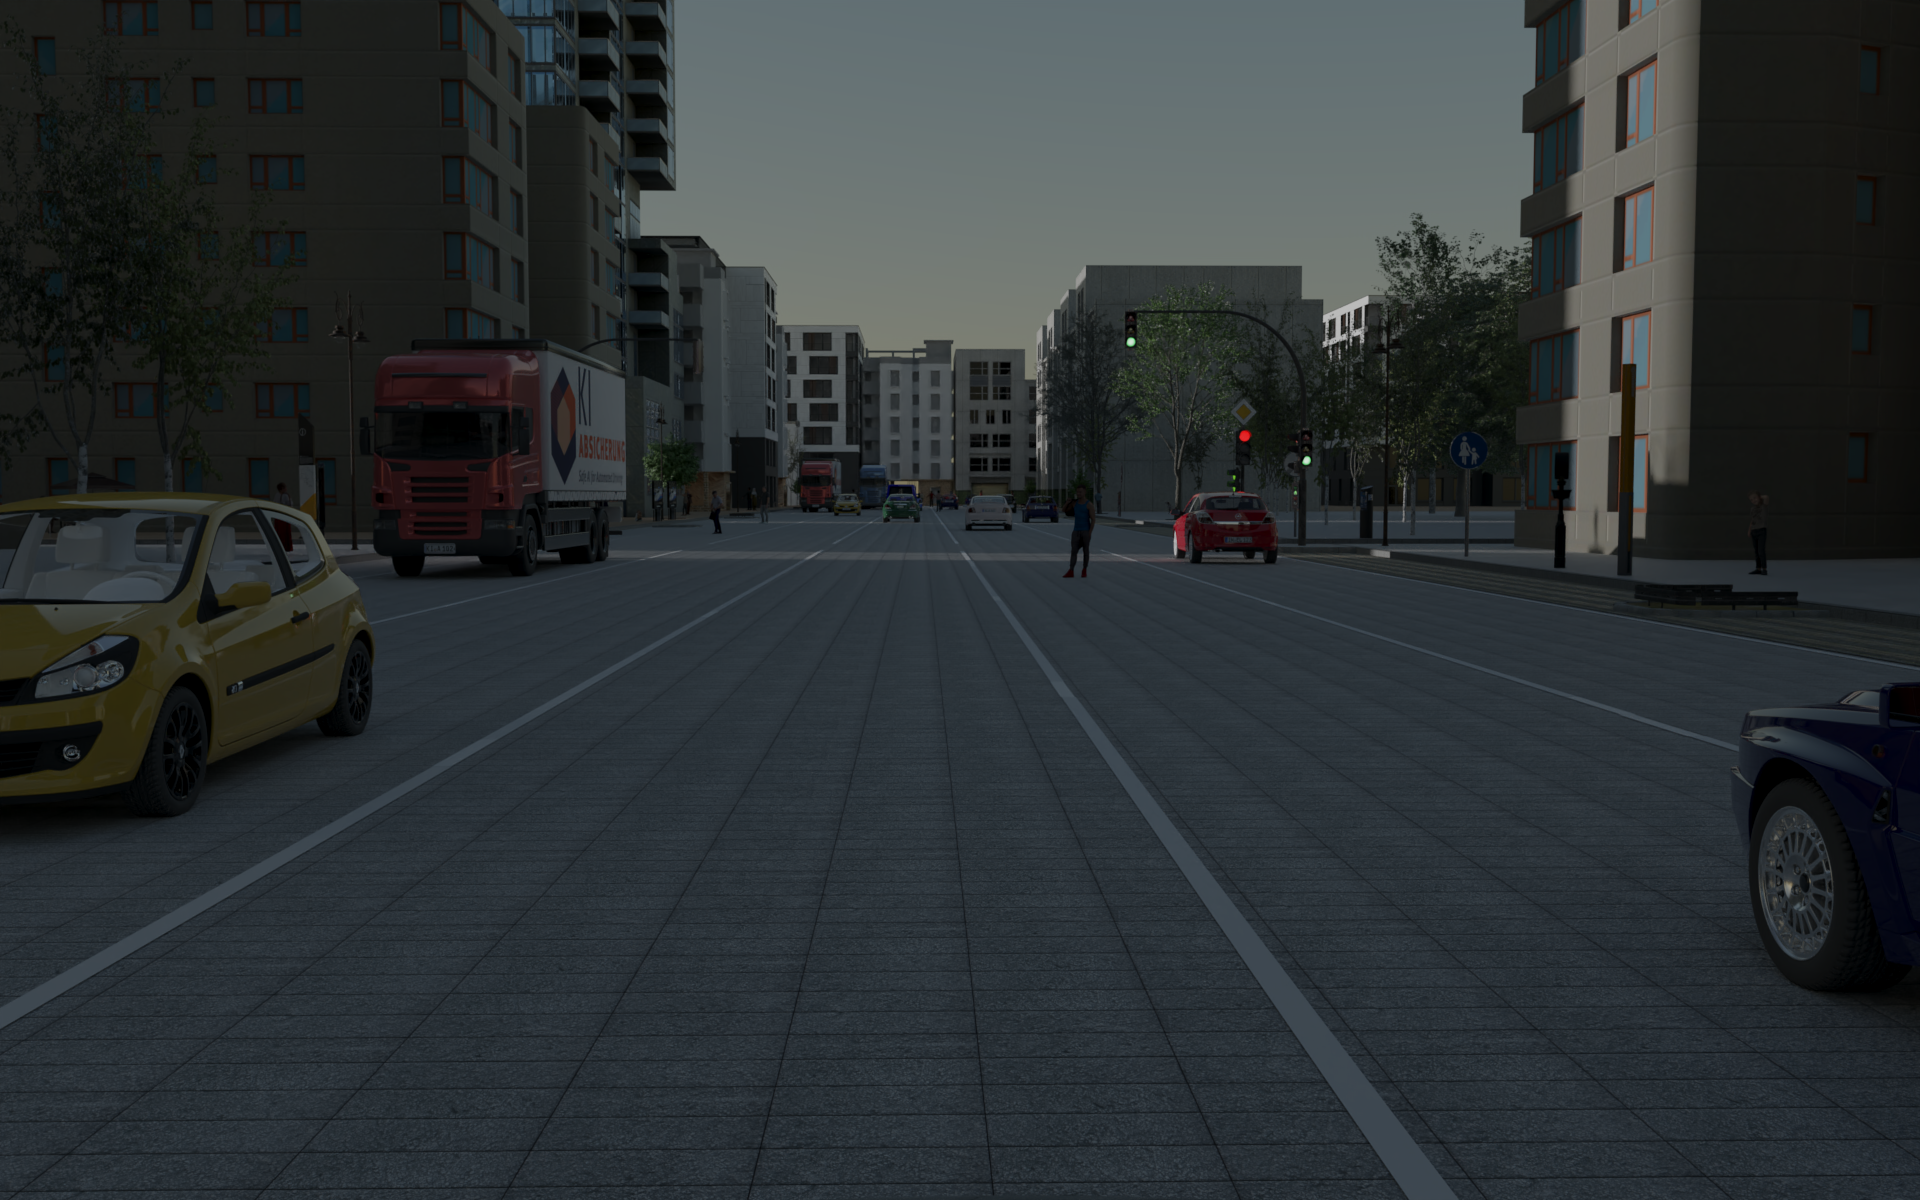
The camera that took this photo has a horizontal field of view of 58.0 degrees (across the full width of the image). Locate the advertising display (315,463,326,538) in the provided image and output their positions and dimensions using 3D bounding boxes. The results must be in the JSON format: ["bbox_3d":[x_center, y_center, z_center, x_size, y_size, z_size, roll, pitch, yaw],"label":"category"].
[{"bbox_3d":[-13.301,-1.885,36.032,0.123,1.923,0.974,-2,4,-23],"label":"advertising display"}]

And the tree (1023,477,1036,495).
[{"bbox_3d":[7.838,-12.059,191.765,1.663,3.219,1.824,0,3,0],"label":"tree"}]

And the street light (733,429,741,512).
[{"bbox_3d":[-15.702,-9.146,122.322,0.468,5.910,1.993,0,4,-1],"label":"street light"}]

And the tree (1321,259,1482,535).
[{"bbox_3d":[13.916,-6.335,53.932,4.360,8.622,3.978,0,3,0],"label":"tree"}]

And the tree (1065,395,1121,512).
[{"bbox_3d":[9.498,-10.494,121.938,4.737,8.622,4.395,0,3,0],"label":"tree"}]

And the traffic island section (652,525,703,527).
[{"bbox_3d":[-12.243,-3.207,75.305,1.991,0.108,1.994,0,4,-1],"label":"traffic island section"}]

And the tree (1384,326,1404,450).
[{"bbox_3d":[28.545,-11.711,98.128,9.857,13.997,8.962,0,3,0],"label":"tree"}]

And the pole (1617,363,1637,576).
[{"bbox_3d":[10.469,-2.039,27.182,0.158,3.312,0.155,0,3,0],"label":"pole"}]

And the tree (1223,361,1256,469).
[{"bbox_3d":[16.863,-8.810,94.406,4.737,8.622,4.395,0,3,0],"label":"tree"}]

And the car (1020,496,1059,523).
[{"bbox_3d":[4.043,-4.584,87.532,1.945,1.354,3.894,0,4,0],"label":"car"}]

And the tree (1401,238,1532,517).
[{"bbox_3d":[28.809,-10.975,86.104,9.857,13.997,8.962,0,3,0],"label":"tree"}]

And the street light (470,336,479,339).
[{"bbox_3d":[-14.043,-4.766,50.717,0.468,5.910,1.993,0,4,-1],"label":"street light"}]

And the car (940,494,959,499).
[{"bbox_3d":[-1.119,-10.964,188.294,2.155,1.783,4.494,0,4,-2],"label":"car"}]

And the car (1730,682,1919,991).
[{"bbox_3d":[3.282,0.534,3.849,1.945,1.354,3.894,0,4,0],"label":"car"}]

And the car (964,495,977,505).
[{"bbox_3d":[1.428,-11.570,201.741,1.945,1.354,3.894,0,4,0],"label":"car"}]

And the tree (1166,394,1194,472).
[{"bbox_3d":[16.935,-10.636,124.253,4.360,8.622,3.978,0,3,0],"label":"tree"}]

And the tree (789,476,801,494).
[{"bbox_3d":[-17.334,-11.522,182.992,1.663,3.219,1.824,0,3,0],"label":"tree"}]

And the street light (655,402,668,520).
[{"bbox_3d":[-14.924,-6.966,86.676,0.468,5.910,1.993,0,4,-1],"label":"street light"}]

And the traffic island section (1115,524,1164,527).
[{"bbox_3d":[7.790,-3.235,75.761,1.991,0.108,1.994,0,4,-1],"label":"traffic island section"}]

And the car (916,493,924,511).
[{"bbox_3d":[-4.043,-8.384,146.667,1.945,1.707,3.694,0,4,-2],"label":"car"}]

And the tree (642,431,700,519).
[{"bbox_3d":[-15.066,-6.543,90.691,4.285,4.588,4.351,0,3,0],"label":"tree"}]

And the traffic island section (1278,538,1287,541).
[{"bbox_3d":[8.345,-1.763,51.103,2.009,0.180,2.903,0,4,-1],"label":"traffic island section"}]

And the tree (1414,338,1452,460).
[{"bbox_3d":[20.640,-7.885,79.281,4.737,8.622,4.395,0,3,0],"label":"tree"}]

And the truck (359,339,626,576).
[{"bbox_3d":[-8.684,-2.730,33.551,2.839,4.237,11.283,0,4,-1],"label":"truck"}]

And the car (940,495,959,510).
[{"bbox_3d":[-1.062,-8.975,159.315,1.945,1.354,3.894,0,4,-3],"label":"car"}]

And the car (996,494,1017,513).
[{"bbox_3d":[3.311,-7.397,130.719,2.009,1.686,4.222,0,4,-3],"label":"car"}]

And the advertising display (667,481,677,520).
[{"bbox_3d":[-14.466,-4.999,86.955,0.123,1.923,0.974,1,4,13],"label":"advertising display"}]

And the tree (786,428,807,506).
[{"bbox_3d":[-18.510,-14.507,187.553,4.360,8.622,3.978,0,3,0],"label":"tree"}]

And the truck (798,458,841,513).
[{"bbox_3d":[-11.052,-9.098,137.669,2.839,4.237,11.283,0,3,0],"label":"truck"}]

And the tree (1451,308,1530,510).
[{"bbox_3d":[22.794,-7.266,69.166,4.737,8.622,4.395,0,3,0],"label":"tree"}]

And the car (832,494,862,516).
[{"bbox_3d":[-7.453,-6.395,114.777,2.015,1.641,3.980,0,4,-1],"label":"car"}]

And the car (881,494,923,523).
[{"bbox_3d":[-2.957,-4.662,88.028,2.131,1.459,4.920,0,3,0],"label":"car"}]

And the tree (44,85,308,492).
[{"bbox_3d":[-14.576,-5.011,32.295,4.737,8.622,4.395,0,3,0],"label":"tree"}]

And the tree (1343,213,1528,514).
[{"bbox_3d":[31.850,-15.837,114.822,12.611,20.169,13.585,0,3,0],"label":"tree"}]

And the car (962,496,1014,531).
[{"bbox_3d":[1.133,-3.479,69.247,2.083,1.381,4.827,0,4,0],"label":"car"}]

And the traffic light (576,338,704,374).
[{"bbox_3d":[-9.882,-4.644,50.601,4.771,5.953,1.251,0,4,-1],"label":"traffic light"}]

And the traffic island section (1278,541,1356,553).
[{"bbox_3d":[8.524,-1.275,43.120,2.009,0.180,2.903,0,4,-1],"label":"traffic island section"}]

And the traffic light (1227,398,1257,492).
[{"bbox_3d":[8.304,-3.796,50.988,0.839,4.253,0.868,0,4,-1],"label":"traffic light"}]

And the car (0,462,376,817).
[{"bbox_3d":[-4.347,0.083,8.867,2.015,1.641,3.980,0,4,-2],"label":"car"}]

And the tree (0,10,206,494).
[{"bbox_3d":[-13.630,-4.664,26.612,4.360,8.622,3.978,0,3,0],"label":"tree"}]

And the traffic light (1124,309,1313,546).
[{"bbox_3d":[6.394,-4.168,42.817,4.771,5.953,1.251,0,4,-1],"label":"traffic light"}]

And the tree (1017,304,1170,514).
[{"bbox_3d":[8.882,-12.309,111.614,12.009,13.543,11.850,0,3,0],"label":"tree"}]

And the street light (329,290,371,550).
[{"bbox_3d":[-13.850,-4.078,39.461,0.468,5.910,1.993,0,4,-1],"label":"street light"}]

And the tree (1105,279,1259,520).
[{"bbox_3d":[10.711,-9.702,84.384,9.928,11.665,9.643,0,3,0],"label":"tree"}]

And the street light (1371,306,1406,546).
[{"bbox_3d":[10.523,-4.275,42.686,0.468,5.910,1.993,0,4,-1],"label":"street light"}]

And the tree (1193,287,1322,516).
[{"bbox_3d":[11.329,-6.842,62.224,4.360,8.622,3.978,0,3,0],"label":"tree"}]

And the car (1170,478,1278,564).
[{"bbox_3d":[5.655,-1.723,37.213,2.155,1.783,4.494,0,4,0],"label":"car"}]

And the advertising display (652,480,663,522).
[{"bbox_3d":[-14.190,-4.650,81.234,0.123,1.923,0.974,1,4,15],"label":"advertising display"}]

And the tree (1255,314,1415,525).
[{"bbox_3d":[15.433,-7.425,71.763,4.737,8.622,4.395,0,3,0],"label":"tree"}]
